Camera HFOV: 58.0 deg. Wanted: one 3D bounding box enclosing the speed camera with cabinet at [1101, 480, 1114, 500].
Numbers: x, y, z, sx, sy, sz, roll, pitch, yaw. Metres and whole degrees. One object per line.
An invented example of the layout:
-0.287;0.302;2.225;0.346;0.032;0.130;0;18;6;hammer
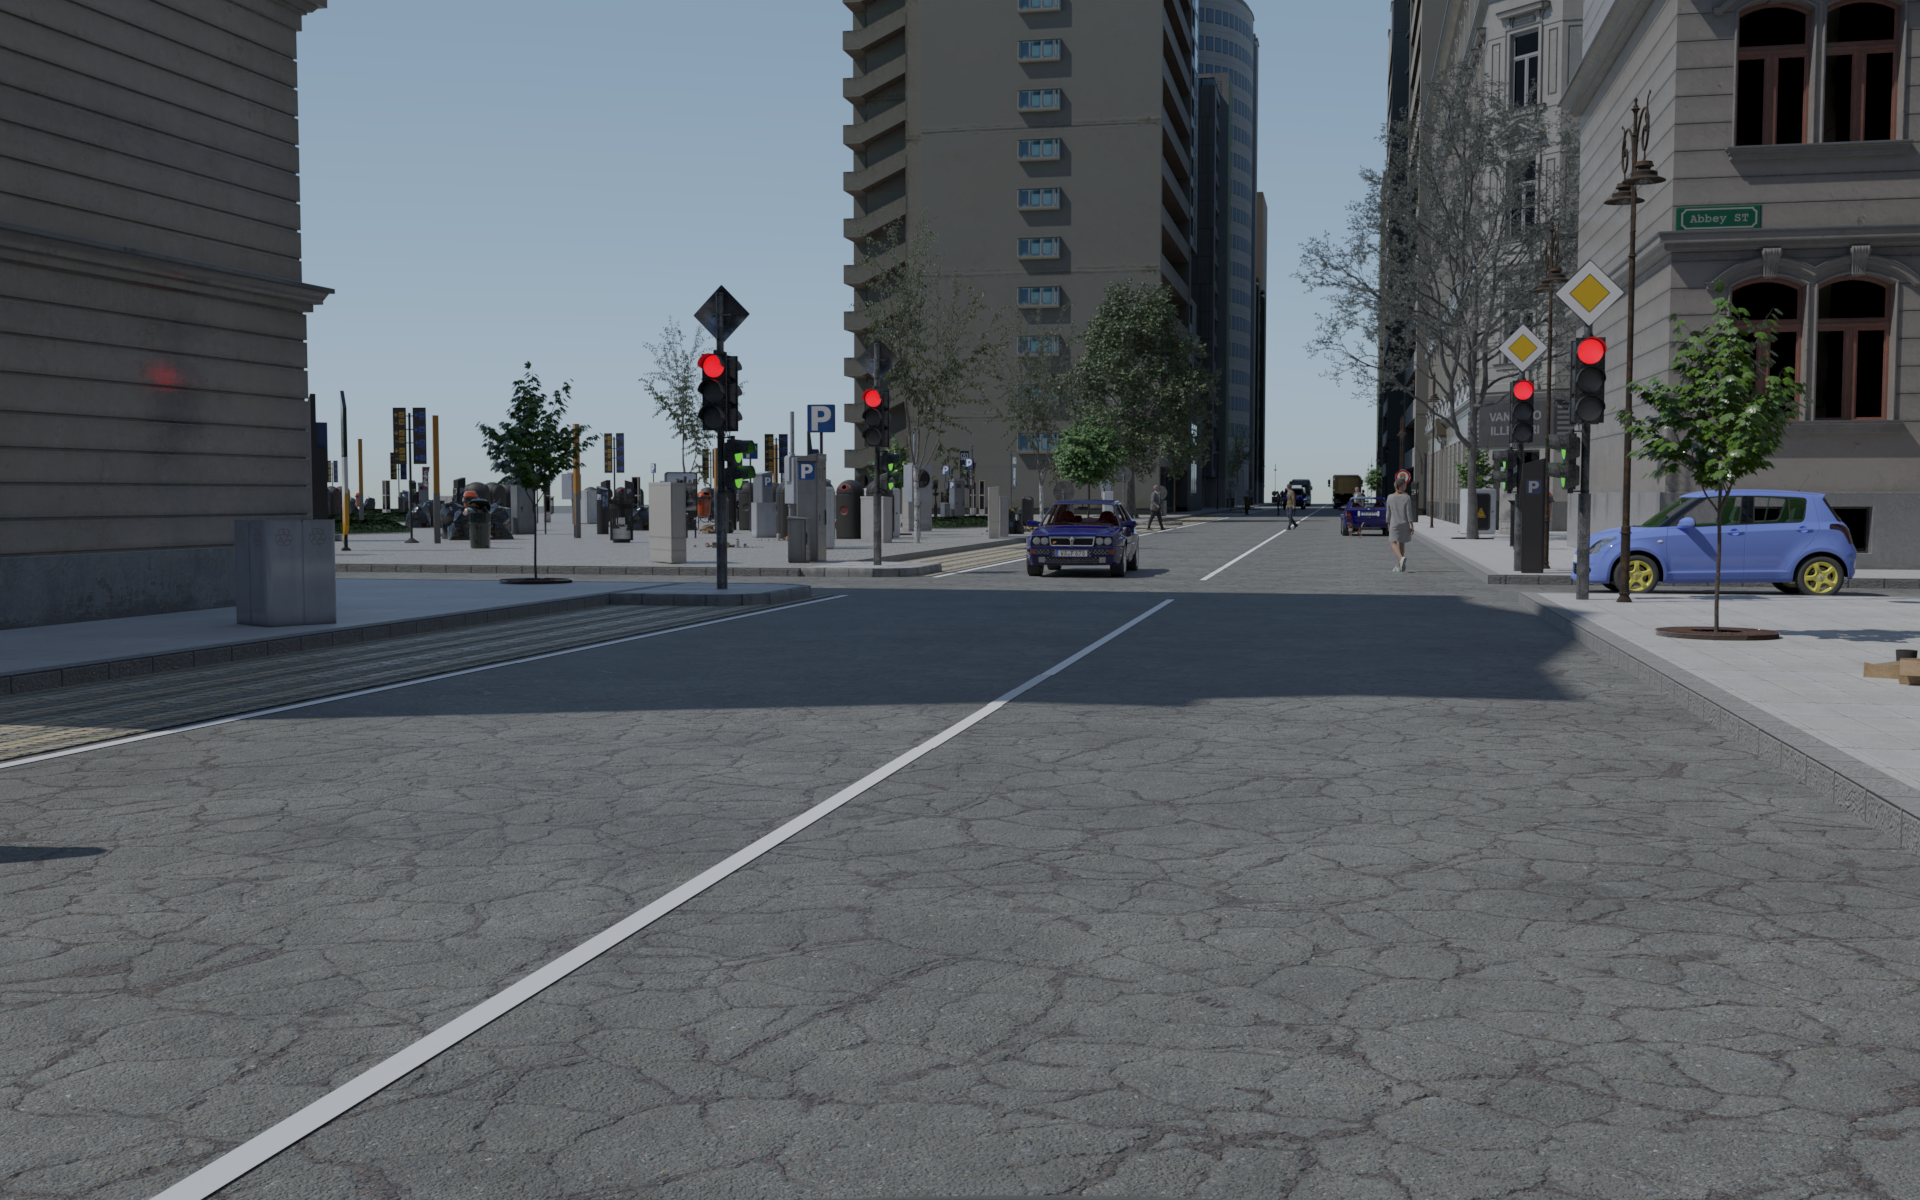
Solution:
8.924;-6.757;104.811;0.660;3.252;2.038;0;4;-1;speed camera with cabinet

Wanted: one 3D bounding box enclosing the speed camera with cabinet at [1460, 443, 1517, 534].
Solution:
17.066;-3.732;55.346;2.038;3.252;0.660;-1;4;-9;speed camera with cabinet

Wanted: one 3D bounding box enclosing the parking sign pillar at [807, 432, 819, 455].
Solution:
-6.352;-5.288;74.930;1.447;3.967;1.447;0;4;0;parking sign pillar

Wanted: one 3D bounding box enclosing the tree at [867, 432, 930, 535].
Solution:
-2.153;-3.652;54.304;1.663;3.219;1.824;0;3;0;tree

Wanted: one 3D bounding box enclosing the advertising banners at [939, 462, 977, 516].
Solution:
-0.112;-6.094;95.828;2.074;3.025;0.090;0;4;-7;advertising banners

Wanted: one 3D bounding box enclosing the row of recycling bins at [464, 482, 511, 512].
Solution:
-15.975;-3.242;60.120;1.069;1.692;3.534;1;4;16;row of recycling bins

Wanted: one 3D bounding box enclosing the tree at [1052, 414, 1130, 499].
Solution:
5.294;-5.348;71.157;4.285;4.588;4.351;0;3;0;tree

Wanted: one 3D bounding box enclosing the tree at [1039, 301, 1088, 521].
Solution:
2.809;-6.887;62.957;4.360;8.622;3.978;0;3;0;tree

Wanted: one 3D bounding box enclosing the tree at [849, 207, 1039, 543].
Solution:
-0.966;-5.764;44.599;4.360;8.622;3.978;0;3;0;tree

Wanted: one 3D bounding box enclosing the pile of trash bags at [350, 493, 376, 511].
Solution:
-39.369;-6.357;113.689;1.912;1.369;3.447;-1;4;-17;pile of trash bags

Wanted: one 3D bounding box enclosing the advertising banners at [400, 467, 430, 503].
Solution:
-34.654;-6.964;110.050;2.074;3.025;0.090;-3;4;-39;advertising banners

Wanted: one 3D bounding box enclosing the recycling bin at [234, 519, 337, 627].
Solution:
-6.668;-0.279;17.122;0.722;1.027;0.722;3;5;43;recycling bin

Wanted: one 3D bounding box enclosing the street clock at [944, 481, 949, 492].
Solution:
-0.691;-5.775;98.999;0.358;2.002;0.471;-2;4;-31;street clock

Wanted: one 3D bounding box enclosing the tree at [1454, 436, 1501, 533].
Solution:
17.238;-3.846;57.488;1.663;3.219;1.824;0;3;0;tree

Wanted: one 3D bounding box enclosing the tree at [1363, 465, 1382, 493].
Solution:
45.661;-12.589;189.540;4.285;4.588;4.351;0;3;0;tree

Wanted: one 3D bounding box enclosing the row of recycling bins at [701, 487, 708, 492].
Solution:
-14.376;-5.919;103.884;1.069;1.692;3.534;1;4;23;row of recycling bins

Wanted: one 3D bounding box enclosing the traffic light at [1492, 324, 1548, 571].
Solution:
9.283;-2.436;28.745;0.839;4.253;0.868;1;4;12;traffic light

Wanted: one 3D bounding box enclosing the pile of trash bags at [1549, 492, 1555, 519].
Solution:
17.911;-2.430;49.478;1.912;1.369;3.447;-3;5;-42;pile of trash bags

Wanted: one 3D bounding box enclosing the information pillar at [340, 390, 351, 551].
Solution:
-13.870;-2.917;39.044;0.183;3.616;0.504;-2;4;-26;information pillar

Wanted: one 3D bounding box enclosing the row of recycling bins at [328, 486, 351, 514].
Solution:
-32.423;-4.990;88.704;1.069;1.692;3.534;1;4;10;row of recycling bins

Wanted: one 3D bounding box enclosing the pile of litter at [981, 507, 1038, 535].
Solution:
1.362;-2.532;55.357;1.719;0.858;1.176;-2;4;-32;pile of litter

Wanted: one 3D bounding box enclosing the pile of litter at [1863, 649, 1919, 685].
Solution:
6.869;0.144;11.613;1.176;0.858;1.719;0;4;-2;pile of litter

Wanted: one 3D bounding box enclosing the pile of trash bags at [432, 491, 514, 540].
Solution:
-13.925;-2.441;49.660;1.912;1.369;3.447;-1;4;-21;pile of trash bags

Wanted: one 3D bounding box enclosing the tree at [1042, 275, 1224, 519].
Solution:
9.060;-10.626;90.735;9.611;12.733;9.660;0;3;0;tree

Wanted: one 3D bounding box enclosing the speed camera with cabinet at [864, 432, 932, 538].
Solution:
-1.853;-3.474;51.135;2.038;3.252;0.660;-2;4;-30;speed camera with cabinet

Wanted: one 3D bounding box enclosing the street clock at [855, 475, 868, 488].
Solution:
-3.676;-3.677;64.691;0.471;2.002;0.358;-3;5;-44;street clock

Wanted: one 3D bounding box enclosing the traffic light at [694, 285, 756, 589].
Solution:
-3.202;-2.104;23.314;0.839;4.253;0.868;1;4;12;traffic light

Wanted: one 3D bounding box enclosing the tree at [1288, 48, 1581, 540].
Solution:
14.406;-8.464;48.763;12.009;13.543;11.850;0;3;0;tree

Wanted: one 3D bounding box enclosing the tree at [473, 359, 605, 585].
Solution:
-6.261;-1.861;25.026;1.663;3.219;1.824;0;3;0;tree

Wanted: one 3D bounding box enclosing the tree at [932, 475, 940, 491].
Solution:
-2.149;-6.042;93.386;1.663;3.219;1.824;0;3;0;tree

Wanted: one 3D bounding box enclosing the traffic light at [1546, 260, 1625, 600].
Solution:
7.551;-1.959;20.950;0.839;4.253;0.868;1;4;12;traffic light

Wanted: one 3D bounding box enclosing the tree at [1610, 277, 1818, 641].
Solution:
6.711;-1.285;15.608;1.663;3.219;1.824;0;3;0;tree

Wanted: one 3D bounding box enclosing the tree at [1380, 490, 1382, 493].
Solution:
47.257;-12.130;192.924;1.663;3.219;1.824;0;3;0;tree

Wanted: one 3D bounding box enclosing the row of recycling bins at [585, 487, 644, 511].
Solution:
-19.877;-5.640;99.330;3.534;1.692;1.069;-2;4;-31;row of recycling bins

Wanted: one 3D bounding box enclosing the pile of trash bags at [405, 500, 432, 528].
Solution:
-19.704;-3.480;66.650;1.912;1.369;3.447;1;4;20;pile of trash bags

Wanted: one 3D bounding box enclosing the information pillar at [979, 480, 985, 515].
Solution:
1.189;-5.412;92.975;0.304;2.012;0.304;0;4;5;information pillar

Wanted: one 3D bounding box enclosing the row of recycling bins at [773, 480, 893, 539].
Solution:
-3.606;-2.604;49.685;3.534;1.692;1.069;1;4;14;row of recycling bins

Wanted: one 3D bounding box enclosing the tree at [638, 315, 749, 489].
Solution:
-11.205;-7.444;72.076;4.360;8.622;3.978;0;3;0;tree

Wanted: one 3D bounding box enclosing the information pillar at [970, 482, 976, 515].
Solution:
0.754;-5.999;102.576;0.304;2.012;0.304;2;4;33;information pillar

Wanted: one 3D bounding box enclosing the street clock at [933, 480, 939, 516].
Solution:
-1.216;-5.004;86.393;0.358;2.002;0.471;0;4;2;street clock

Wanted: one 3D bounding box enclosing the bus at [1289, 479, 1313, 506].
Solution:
40.768;-13.006;207.504;2.948;3.499;13.247;1;4;12;bus

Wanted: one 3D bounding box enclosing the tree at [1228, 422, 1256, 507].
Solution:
27.677;-13.717;174.635;4.737;8.622;4.395;0;3;0;tree

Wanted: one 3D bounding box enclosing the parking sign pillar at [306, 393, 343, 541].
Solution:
-17.600;-3.587;47.114;1.447;3.967;1.447;-2;4;-35;parking sign pillar

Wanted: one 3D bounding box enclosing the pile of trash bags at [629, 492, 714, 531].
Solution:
-10.123;-3.175;61.659;1.912;1.369;3.447;2;4;35;pile of trash bags

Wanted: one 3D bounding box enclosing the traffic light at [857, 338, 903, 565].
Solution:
-1.470;-2.580;31.110;0.839;4.253;0.868;1;4;12;traffic light

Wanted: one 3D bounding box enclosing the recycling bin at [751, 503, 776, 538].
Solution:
-5.736;-2.356;51.079;0.722;1.027;0.722;-1;4;-17;recycling bin

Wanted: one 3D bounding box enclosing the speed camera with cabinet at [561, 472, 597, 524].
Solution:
-16.284;-4.899;74.439;0.660;3.252;2.038;2;4;24;speed camera with cabinet

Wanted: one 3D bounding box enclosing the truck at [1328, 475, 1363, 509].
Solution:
38.042;-10.679;170.527;3.469;3.379;9.791;1;4;11;truck

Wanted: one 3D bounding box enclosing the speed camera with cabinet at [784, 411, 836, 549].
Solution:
-3.566;-2.852;40.973;0.660;3.252;2.038;-2;4;-24;speed camera with cabinet

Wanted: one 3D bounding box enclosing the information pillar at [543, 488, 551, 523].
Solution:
-18.632;-4.504;78.133;0.304;2.012;0.304;-1;4;-17;information pillar

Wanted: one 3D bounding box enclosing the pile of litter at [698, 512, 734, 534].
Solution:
-7.996;-2.593;56.354;1.176;0.858;1.719;2;4;30;pile of litter
